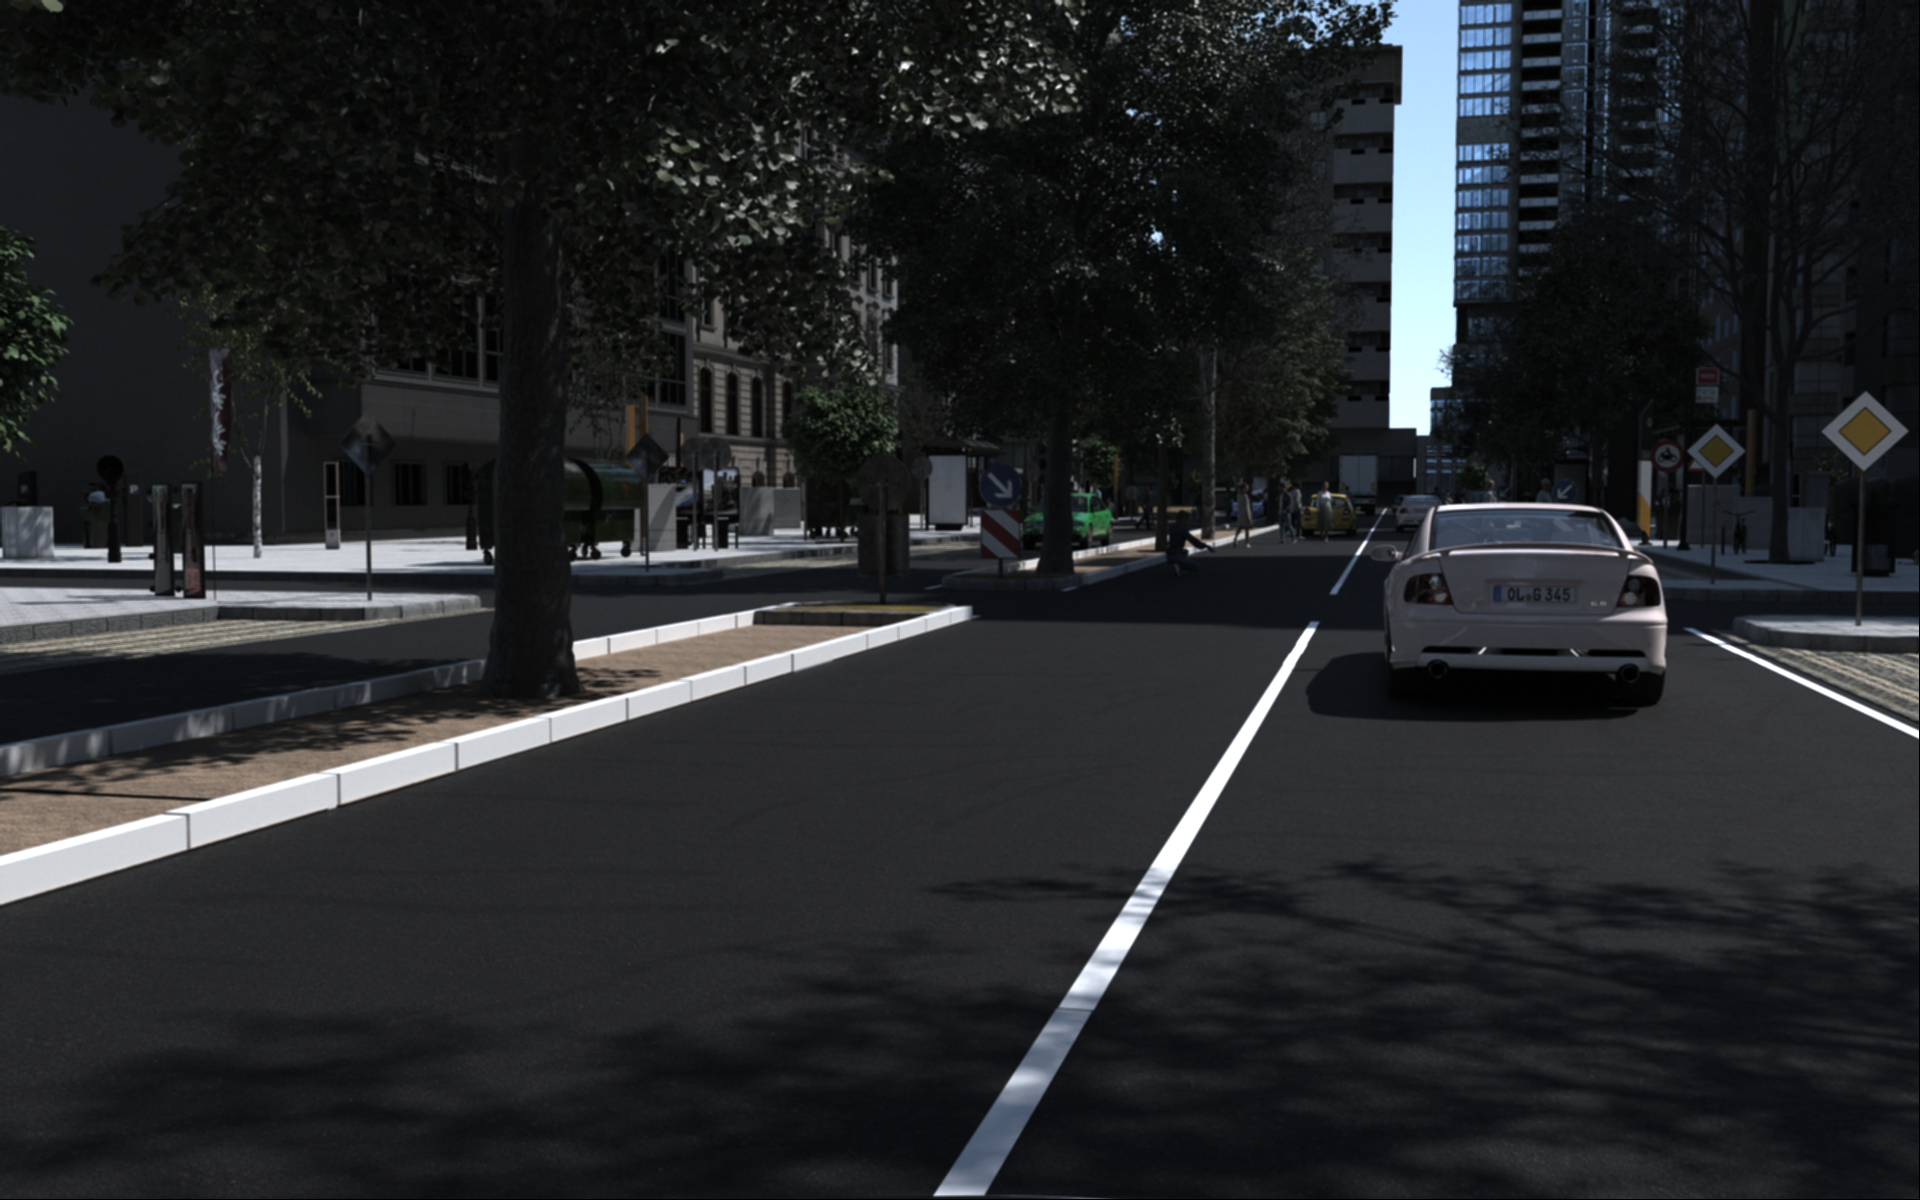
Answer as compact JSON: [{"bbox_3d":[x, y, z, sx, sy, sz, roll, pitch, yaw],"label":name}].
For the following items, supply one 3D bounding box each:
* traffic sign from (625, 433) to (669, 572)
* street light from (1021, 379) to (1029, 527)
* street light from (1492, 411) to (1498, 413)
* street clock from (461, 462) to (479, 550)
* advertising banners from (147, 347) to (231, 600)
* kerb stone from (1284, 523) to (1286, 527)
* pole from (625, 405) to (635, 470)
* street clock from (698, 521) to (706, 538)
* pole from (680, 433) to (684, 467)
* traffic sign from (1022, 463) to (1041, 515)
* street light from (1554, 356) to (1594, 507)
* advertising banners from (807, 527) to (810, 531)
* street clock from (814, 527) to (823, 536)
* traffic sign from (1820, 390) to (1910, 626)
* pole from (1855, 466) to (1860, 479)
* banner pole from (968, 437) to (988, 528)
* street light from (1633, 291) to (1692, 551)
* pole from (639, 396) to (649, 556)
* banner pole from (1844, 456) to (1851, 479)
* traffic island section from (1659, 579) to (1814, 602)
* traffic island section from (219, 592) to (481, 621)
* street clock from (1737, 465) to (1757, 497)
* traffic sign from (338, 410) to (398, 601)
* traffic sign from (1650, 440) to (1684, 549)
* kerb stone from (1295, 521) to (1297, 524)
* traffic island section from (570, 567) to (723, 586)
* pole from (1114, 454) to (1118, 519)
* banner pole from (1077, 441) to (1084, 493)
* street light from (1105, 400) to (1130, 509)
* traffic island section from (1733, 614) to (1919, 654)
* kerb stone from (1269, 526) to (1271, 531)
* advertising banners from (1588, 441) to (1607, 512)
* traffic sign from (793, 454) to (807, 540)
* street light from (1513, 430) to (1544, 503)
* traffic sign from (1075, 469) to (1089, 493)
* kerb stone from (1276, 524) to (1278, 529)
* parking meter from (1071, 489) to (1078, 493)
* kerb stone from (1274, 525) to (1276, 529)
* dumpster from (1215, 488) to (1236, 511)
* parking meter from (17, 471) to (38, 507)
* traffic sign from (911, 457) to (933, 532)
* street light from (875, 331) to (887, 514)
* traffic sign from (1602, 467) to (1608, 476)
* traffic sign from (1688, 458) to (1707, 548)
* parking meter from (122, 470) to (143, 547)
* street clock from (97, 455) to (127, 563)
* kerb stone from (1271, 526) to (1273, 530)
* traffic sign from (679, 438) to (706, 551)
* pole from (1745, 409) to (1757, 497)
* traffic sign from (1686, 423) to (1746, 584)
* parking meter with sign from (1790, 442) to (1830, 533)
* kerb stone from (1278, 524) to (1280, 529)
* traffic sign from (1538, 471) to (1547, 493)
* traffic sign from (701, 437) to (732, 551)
[{"bbox_3d":[-5.159,-1.522,28.535,0.795,2.450,0.064,1,4,14],"label":"traffic sign"},{"bbox_3d":[3.067,-5.793,67.260,1.470,5.913,1.316,1,4,14],"label":"street light"},{"bbox_3d":[30.312,-7.578,96.435,1.470,5.913,1.316,1,4,14],"label":"street light"},{"bbox_3d":[-11.216,-2.150,39.722,0.471,2.002,0.358,3,5,44],"label":"street clock"},{"bbox_3d":[-9.449,-1.534,21.261,2.074,3.025,0.090,3,5,39],"label":"advertising banners"},{"bbox_3d":[13.839,-3.205,74.604,0.120,0.150,1.000,1,4,14],"label":"kerb stone"},{"bbox_3d":[-7.565,-2.809,39.778,0.158,3.312,0.155,0,3,0],"label":"pole"},{"bbox_3d":[-7.581,-2.828,50.808,0.471,2.002,0.358,3,5,42],"label":"street clock"},{"bbox_3d":[-9.338,-3.921,57.946,0.158,3.312,0.155,0,3,0],"label":"pole"},{"bbox_3d":[2.894,-4.300,70.417,0.768,2.556,0.104,1,4,19],"label":"traffic sign"},{"bbox_3d":[20.733,-5.255,58.459,1.470,5.913,1.316,1,4,14],"label":"street light"},{"bbox_3d":[-5.277,-3.969,61.074,0.090,3.025,2.074,0,4,2],"label":"advertising banners"},{"bbox_3d":[-4.297,-2.933,52.529,0.358,2.002,0.471,-2,4,-30],"label":"street clock"},{"bbox_3d":[8.744,-0.805,16.802,0.795,2.450,0.064,1,4,14],"label":"traffic sign"},{"bbox_3d":[29.737,-3.883,57.337,0.158,3.312,0.155,0,3,0],"label":"pole"},{"bbox_3d":[0.665,-4.678,66.499,0.863,3.779,0.401,0,4,-7],"label":"banner pole"},{"bbox_3d":[15.990,-4.094,39.485,1.470,5.913,1.316,1,4,14],"label":"street light"},{"bbox_3d":[-6.563,-2.576,35.959,0.158,3.312,0.155,0,3,0],"label":"pole"},{"bbox_3d":[39.757,-5.340,77.322,0.863,3.779,0.401,1,4,22],"label":"banner pole"},{"bbox_3d":[10.714,-0.143,24.619,2.009,0.180,2.903,1,4,14],"label":"traffic island section"},{"bbox_3d":[-7.129,0.087,20.858,2.009,0.180,2.903,1,4,14],"label":"traffic island section"},{"bbox_3d":[19.880,-2.400,43.804,0.358,2.002,0.471,-1,4,-15],"label":"street clock"},{"bbox_3d":[-7.105,-1.049,20.790,0.795,2.450,0.064,1,4,14],"label":"traffic sign"},{"bbox_3d":[16.554,-2.475,40.577,0.768,2.556,0.104,1,4,22],"label":"traffic sign"},{"bbox_3d":[17.086,-3.990,87.536,0.120,0.150,1.000,1,4,14],"label":"kerb stone"},{"bbox_3d":[-5.184,-0.387,28.603,2.009,0.180,2.903,1,4,14],"label":"traffic island section"},{"bbox_3d":[7.868,-5.721,87.376,0.158,3.312,0.155,0,3,0],"label":"pole"},{"bbox_3d":[5.707,-5.636,82.164,0.401,3.779,0.863,-1,4,-19],"label":"banner pole"},{"bbox_3d":[7.836,-6.950,86.180,1.470,5.913,1.316,1,4,14],"label":"street light"},{"bbox_3d":[8.768,0.331,16.874,2.009,0.180,2.903,1,4,14],"label":"traffic island section"},{"bbox_3d":[11.588,-2.653,65.632,0.120,0.150,1.000,1,4,14],"label":"kerb stone"},{"bbox_3d":[20.640,-3.664,56.090,0.090,3.025,2.074,0,4,4],"label":"advertising banners"},{"bbox_3d":[-4.277,-2.921,47.857,0.768,2.556,0.104,2,4,23],"label":"traffic sign"},{"bbox_3d":[25.476,-6.412,77.385,1.470,5.913,1.316,1,4,14],"label":"street light"},{"bbox_3d":[6.100,-5.299,86.746,0.768,2.556,0.104,1,4,20],"label":"traffic sign"},{"bbox_3d":[12.588,-2.899,69.634,0.120,0.150,1.000,1,4,14],"label":"kerb stone"},{"bbox_3d":[5.518,-4.575,83.212,0.372,1.533,0.369,0,3,0],"label":"parking meter"},{"bbox_3d":[12.346,-2.839,68.632,0.120,0.150,1.000,1,4,14],"label":"kerb stone"},{"bbox_3d":[18.727,-7.043,123.360,1.865,1.857,1.264,1,4,14],"label":"dumpster"},{"bbox_3d":[-23.371,-2.307,43.427,0.399,1.863,0.255,1,4,11],"label":"parking meter"},{"bbox_3d":[-1.309,-3.606,59.066,0.768,2.556,0.104,1,4,16],"label":"traffic sign"},{"bbox_3d":[-1.791,-4.613,47.966,1.470,5.913,1.316,1,4,14],"label":"street light"},{"bbox_3d":[21.886,-3.469,57.910,0.795,2.450,0.064,1,4,23],"label":"traffic sign"},{"bbox_3d":[17.620,-2.510,41.050,0.884,2.594,0.081,1,4,22],"label":"traffic sign"},{"bbox_3d":[-20.078,-2.220,42.011,0.399,1.863,0.255,-3,5,-40],"label":"parking meter"},{"bbox_3d":[-15.816,-1.699,32.349,0.471,2.002,0.358,-1,4,-10],"label":"street clock"},{"bbox_3d":[11.836,-2.718,66.633,0.120,0.150,1.000,1,4,14],"label":"kerb stone"},{"bbox_3d":[-5.986,-2.383,39.073,0.768,2.556,0.104,1,4,16],"label":"traffic sign"},{"bbox_3d":[19.049,-2.930,41.753,0.158,3.312,0.155,0,3,0],"label":"pole"},{"bbox_3d":[10.689,-1.279,24.548,0.795,2.450,0.064,1,4,14],"label":"traffic sign"},{"bbox_3d":[28.690,-3.769,57.878,1.738,3.016,0.543,2,4,29],"label":"parking meter with sign"},{"bbox_3d":[12.835,-2.960,70.626,0.120,0.150,1.000,1,4,14],"label":"kerb stone"},{"bbox_3d":[32.041,-5.854,95.820,0.768,2.556,0.104,1,4,22],"label":"traffic sign"},{"bbox_3d":[-5.459,-2.362,38.726,0.768,2.556,0.104,1,4,22],"label":"traffic sign"}]
